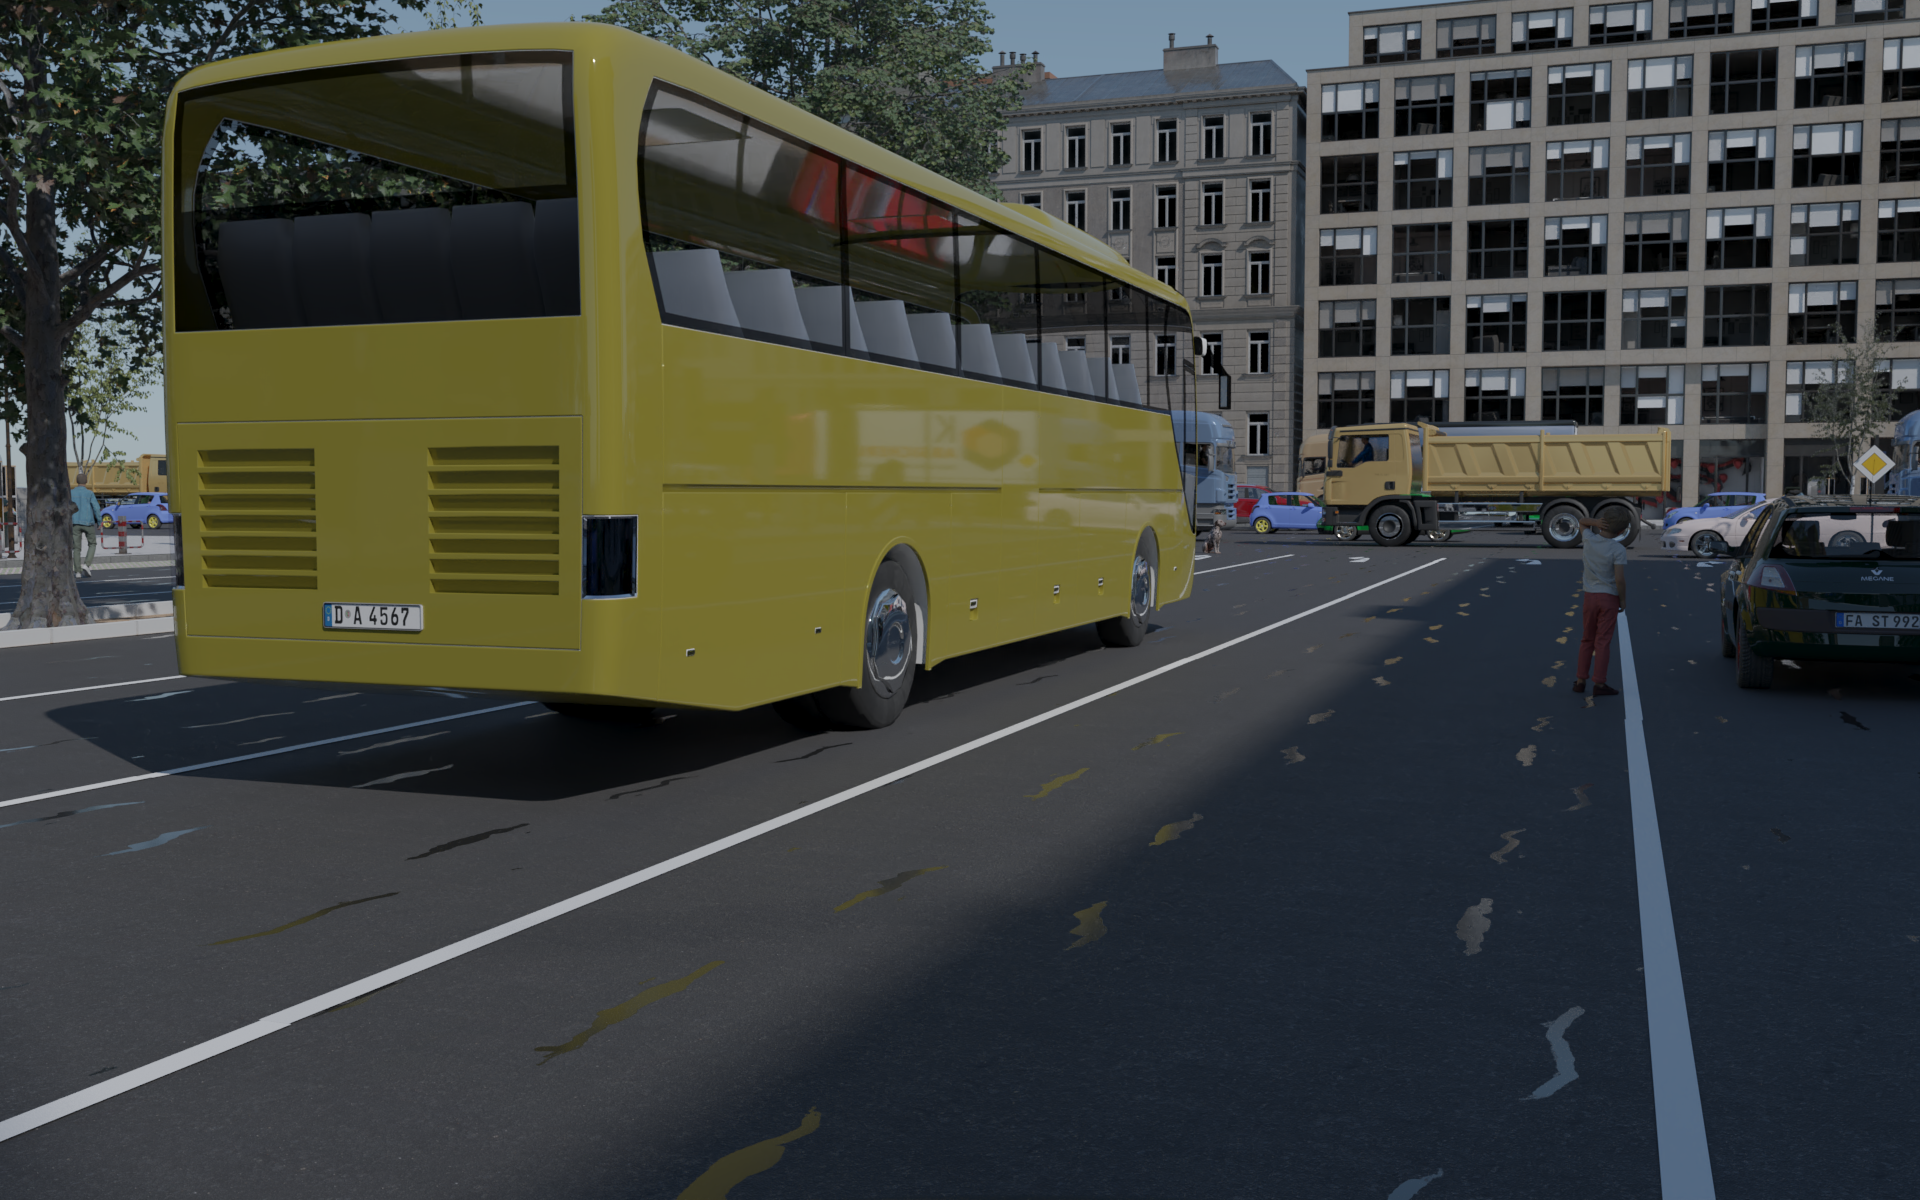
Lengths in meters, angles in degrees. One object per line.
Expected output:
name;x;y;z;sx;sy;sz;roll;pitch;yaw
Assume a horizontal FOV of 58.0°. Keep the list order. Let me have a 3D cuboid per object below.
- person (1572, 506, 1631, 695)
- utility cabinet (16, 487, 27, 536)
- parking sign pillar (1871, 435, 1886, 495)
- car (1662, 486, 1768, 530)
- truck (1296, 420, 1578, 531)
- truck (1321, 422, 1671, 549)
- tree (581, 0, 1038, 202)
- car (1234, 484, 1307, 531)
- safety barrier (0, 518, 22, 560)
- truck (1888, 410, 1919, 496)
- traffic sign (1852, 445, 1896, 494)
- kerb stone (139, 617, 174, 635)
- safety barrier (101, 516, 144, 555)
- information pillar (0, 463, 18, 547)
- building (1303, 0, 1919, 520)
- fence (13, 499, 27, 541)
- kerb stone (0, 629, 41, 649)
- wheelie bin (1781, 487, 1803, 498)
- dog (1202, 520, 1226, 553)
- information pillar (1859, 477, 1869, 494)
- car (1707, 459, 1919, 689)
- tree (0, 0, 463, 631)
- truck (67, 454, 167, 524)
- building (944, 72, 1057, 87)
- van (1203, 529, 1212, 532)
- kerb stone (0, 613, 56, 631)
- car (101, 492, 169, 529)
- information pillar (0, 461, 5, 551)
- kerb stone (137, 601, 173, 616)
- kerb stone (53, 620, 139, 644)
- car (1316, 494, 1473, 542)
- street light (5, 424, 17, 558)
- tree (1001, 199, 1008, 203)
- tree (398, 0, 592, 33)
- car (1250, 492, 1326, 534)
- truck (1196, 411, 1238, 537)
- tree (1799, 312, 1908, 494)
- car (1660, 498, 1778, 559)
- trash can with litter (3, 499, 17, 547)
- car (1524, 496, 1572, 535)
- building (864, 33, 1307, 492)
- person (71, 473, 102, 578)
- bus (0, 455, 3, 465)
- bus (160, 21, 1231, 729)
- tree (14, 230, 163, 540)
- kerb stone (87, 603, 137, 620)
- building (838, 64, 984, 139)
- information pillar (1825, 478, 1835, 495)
person;4.586;0.000;12.413;0.435;1.345;0.340;3;5;39
utility cabinet;-28.801;-2.691;52.673;0.318;1.500;1.173;1;4;13
parking sign pillar;41.912;-5.543;79.097;1.447;3.967;1.447;1;4;22
car;26.632;-3.129;60.745;3.694;1.707;1.945;1;4;20
truck;18.456;-4.878;68.664;11.283;4.237;2.839;1;4;22
truck;14.056;-3.137;47.212;9.791;3.379;3.469;1;4;22
tree;-3.077;-7.602;33.400;9.857;13.997;8.962;0;3;0
car;11.721;-3.653;68.404;5.304;1.827;2.281;1;4;21
safety barrier;-18.882;-1.204;33.958;0.300;0.817;1.120;1;4;20
truck;35.367;-3.532;47.509;18.799;4.110;2.967;1;4;21
traffic sign;18.577;-1.933;35.254;0.795;2.450;0.064;1;4;20
kerb stone;-8.206;0.256;18.038;0.120;0.150;1.000;1;4;20
safety barrier;-17.810;-1.380;36.831;0.300;0.817;1.120;1;4;20
information pillar;-24.455;-2.446;44.482;0.304;2.012;0.304;1;4;20
building;37.271;-17.669;93.398;34.151;26.468;19.350;1;4;20
fence;-23.517;-1.968;43.378;2.264;1.192;0.480;-3;5;-40
kerb stone;-8.928;0.373;16.103;0.120;0.150;1.000;1;4;20
wheelie bin;38.127;-4.364;79.265;0.980;1.594;0.693;0;4;5
dog;6.123;-1.543;42.065;0.513;0.831;0.800;0;4;-6
information pillar;38.161;-4.197;73.118;0.304;2.012;0.304;3;5;40
car;7.059;-0.245;13.792;2.009;1.686;4.222;1;4;21
tree;-9.278;-5.994;17.474;9.611;12.733;9.660;0;3;0
truck;-39.981;-5.427;84.661;9.791;3.379;3.469;1;4;19
building;5.496;-32.286;182.500;28.867;44.769;22.147;1;4;20
van;7.985;-3.618;66.173;4.112;2.044;2.013;1;4;22
kerb stone;-10.189;0.212;18.727;0.120;0.150;1.000;1;4;20
car;-33.654;-3.777;71.351;3.694;1.707;1.945;1;4;19
information pillar;-21.395;-2.069;38.315;0.304;2.012;0.304;0;4;6
kerb stone;-9.464;0.094;20.653;0.120;0.150;1.000;1;4;20
kerb stone;-8.563;0.319;17.070;0.120;0.150;1.000;1;4;20
car;13.268;-2.691;52.792;4.718;1.807;1.959;1;4;21
street light;-18.992;-3.775;34.516;0.468;5.910;1.993;1;4;20
tree;-0.388;-5.347;40.241;4.360;8.622;3.978;0;3;0
tree;-6.497;-4.373;24.312;4.737;8.622;4.395;0;3;0
car;12.283;-3.212;62.102;3.694;1.707;1.945;1;4;22
truck;0.103;-4.025;55.574;18.799;4.110;2.967;1;4;20
tree;36.554;-7.371;70.879;4.360;8.622;3.978;0;3;0
car;18.247;-1.609;38.664;4.827;1.381;2.083;1;4;22
trash can with litter;-22.955;-1.809;40.962;0.624;1.170;1.055;2;4;25
car;21.290;-3.266;62.202;1.959;1.807;4.718;1;4;21
building;8.272;-18.543;100.435;25.104;27.353;12.463;1;4;20
person;-14.961;-1.263;29.492;0.601;1.785;0.444;-1;4;-12
bus;-43.251;-4.436;67.384;13.247;3.499;2.948;1;4;20
bus;-0.541;-1.347;13.570;2.896;3.916;12.252;1;4;20
tree;-24.223;-5.971;47.986;4.737;8.622;4.395;0;3;0
kerb stone;-9.834;0.153;19.694;0.120;0.150;1.000;1;4;20
building;-3.512;-28.665;160.557;32.217;40.220;23.993;1;4;20
information pillar;40.363;-4.643;80.397;0.304;2.012;0.304;0;4;-4
